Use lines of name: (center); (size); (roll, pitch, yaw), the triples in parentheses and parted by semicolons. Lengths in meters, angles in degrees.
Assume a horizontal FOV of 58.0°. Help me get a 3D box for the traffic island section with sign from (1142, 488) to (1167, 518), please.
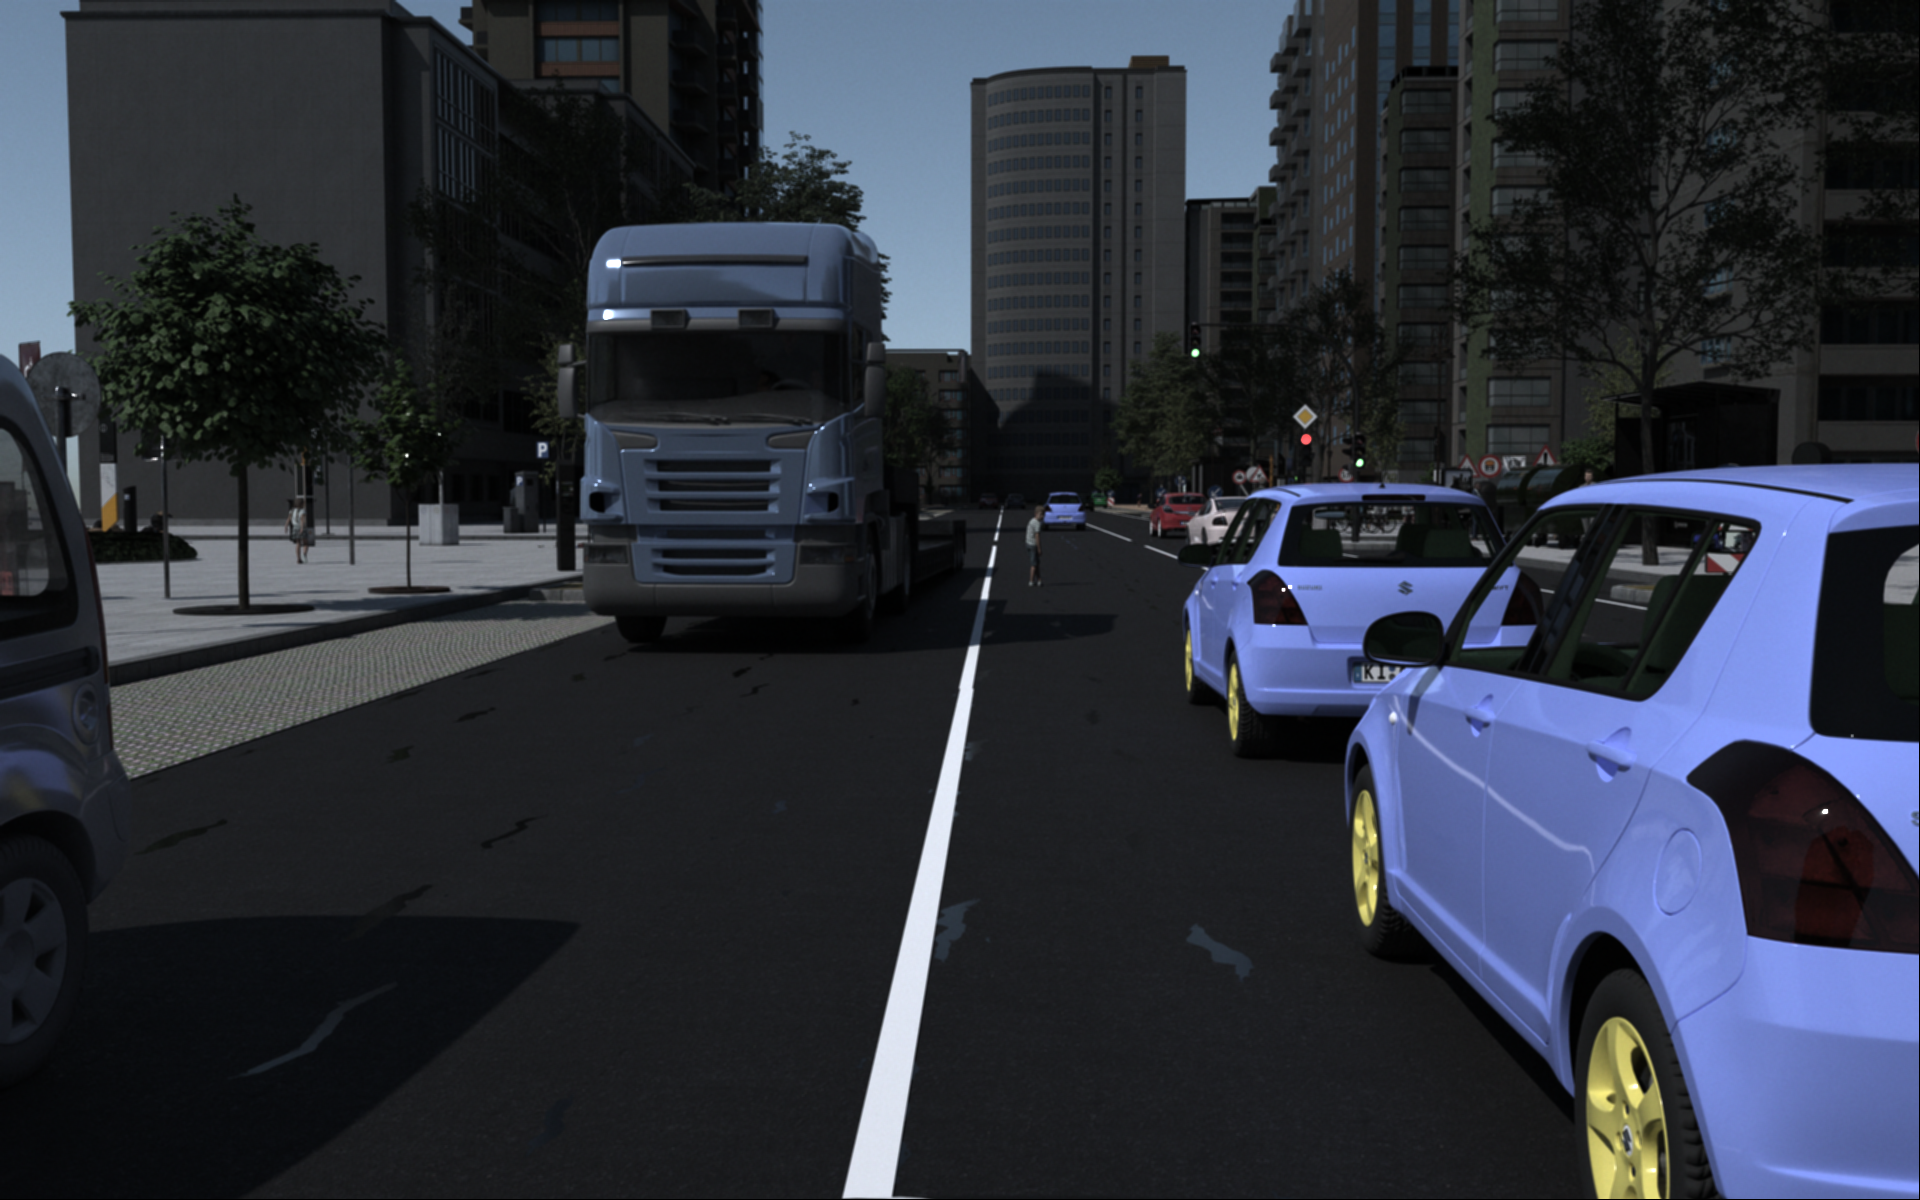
traffic island section with sign: (12.118, -5.939, 105.726); (1.989, 1.847, 2.006); (0, 4, 1)

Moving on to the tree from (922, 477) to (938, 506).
tree: (-3.570, -12.247, 194.839); (1.663, 3.219, 1.824); (0, 3, 0)

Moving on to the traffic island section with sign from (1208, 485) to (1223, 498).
traffic island section with sign: (11.416, -4.291, 78.780); (1.989, 1.847, 2.006); (0, 4, 1)

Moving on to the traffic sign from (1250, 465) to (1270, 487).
traffic sign: (13.295, -4.705, 76.925); (0.884, 2.594, 0.081); (0, 4, 7)

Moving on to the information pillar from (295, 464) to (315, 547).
information pillar: (-16.037, -2.320, 42.424); (0.304, 2.012, 0.304); (2, 4, 26)

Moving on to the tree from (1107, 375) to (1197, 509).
tree: (16.513, -13.546, 147.229); (9.928, 11.665, 9.643); (0, 3, 0)

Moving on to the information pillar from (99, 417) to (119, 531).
information pillar: (-22.991, -3.389, 46.765); (0.504, 3.616, 0.183); (1, 4, 14)

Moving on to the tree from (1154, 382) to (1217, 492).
tree: (14.492, -9.956, 113.135); (4.737, 8.622, 4.395); (0, 3, 0)

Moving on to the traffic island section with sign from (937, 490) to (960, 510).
traffic island section with sign: (-1.281, -9.063, 156.808); (1.989, 1.847, 2.006); (0, 4, 1)

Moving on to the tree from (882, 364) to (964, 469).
tree: (-4.731, -15.501, 163.813); (12.009, 13.543, 11.850); (0, 3, 0)

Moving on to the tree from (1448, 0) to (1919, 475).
tree: (12.098, -5.904, 30.935); (7.601, 10.594, 8.767); (0, 4, 7)

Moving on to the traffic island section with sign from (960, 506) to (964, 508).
traffic island section with sign: (-0.564, -10.720, 183.904); (1.989, 1.847, 2.006); (0, 4, 1)

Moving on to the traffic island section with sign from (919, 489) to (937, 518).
traffic island section with sign: (-2.604, -5.968, 106.208); (1.989, 1.847, 2.006); (0, 4, 1)

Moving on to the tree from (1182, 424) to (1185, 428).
tree: (14.355, -9.221, 85.170); (7.601, 10.594, 8.767); (1, 4, 14)

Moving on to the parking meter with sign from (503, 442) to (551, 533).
parking meter with sign: (-14.281, -3.716, 57.011); (0.543, 3.016, 1.738); (2, 4, 30)

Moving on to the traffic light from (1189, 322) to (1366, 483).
traffic light: (8.428, -4.363, 46.007); (4.771, 5.953, 1.251); (0, 4, 1)

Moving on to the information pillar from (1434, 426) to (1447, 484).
information pillar: (16.379, -4.146, 59.139); (0.183, 3.616, 0.504); (-2, 4, -35)

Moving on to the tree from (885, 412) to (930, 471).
tree: (-4.439, -12.268, 150.945); (4.737, 8.622, 4.395); (0, 3, 0)

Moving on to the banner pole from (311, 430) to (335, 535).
banner pole: (-20.208, -3.962, 54.794); (0.863, 3.779, 0.401); (2, 4, 24)

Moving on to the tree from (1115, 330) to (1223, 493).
tree: (14.572, -12.374, 120.439); (7.486, 12.596, 7.792); (0, 3, 0)

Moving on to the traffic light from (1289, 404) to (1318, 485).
traffic light: (10.730, -3.985, 54.077); (0.839, 4.253, 0.868); (0, 4, 1)

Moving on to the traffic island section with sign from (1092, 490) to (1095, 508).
traffic island section with sign: (14.142, -10.684, 183.316); (1.989, 1.847, 2.006); (0, 4, 1)

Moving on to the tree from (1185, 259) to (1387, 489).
tree: (14.484, -8.219, 68.795); (7.601, 10.594, 8.767); (2, 4, 34)

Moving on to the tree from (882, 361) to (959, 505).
tree: (-5.251, -12.483, 129.857); (9.928, 11.665, 9.643); (0, 3, 0)

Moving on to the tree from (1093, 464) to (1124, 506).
tree: (16.372, -12.689, 191.181); (4.285, 4.588, 4.351); (0, 3, 0)

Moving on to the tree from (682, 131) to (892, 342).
tree: (-6.839, -9.539, 62.621); (9.857, 13.997, 8.962); (0, 3, 0)

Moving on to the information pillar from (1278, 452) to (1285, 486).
information pillar: (17.772, -6.390, 95.824); (0.504, 3.616, 0.183); (-2, 4, -33)

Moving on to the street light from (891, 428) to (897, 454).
street light: (-4.594, -9.118, 121.860); (0.468, 5.910, 1.993); (0, 4, 1)

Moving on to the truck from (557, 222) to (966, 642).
truck: (-1.648, -2.079, 23.758); (2.967, 4.110, 18.799); (0, 4, 3)

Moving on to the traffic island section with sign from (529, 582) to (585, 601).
traffic island section with sign: (-4.736, -0.938, 23.961); (1.989, 1.847, 2.006); (0, 4, 1)

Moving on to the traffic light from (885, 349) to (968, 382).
traffic light: (-2.133, -4.878, 54.430); (4.771, 5.953, 1.251); (0, 4, 1)

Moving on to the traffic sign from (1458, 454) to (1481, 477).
traffic sign: (16.271, -3.406, 55.684); (0.884, 2.594, 0.081); (0, 4, 5)

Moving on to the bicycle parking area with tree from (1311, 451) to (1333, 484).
bicycle parking area with tree: (24.640, -7.990, 117.642); (9.016, 4.147, 8.231); (1, 4, 12)

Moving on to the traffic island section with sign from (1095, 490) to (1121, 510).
traffic island section with sign: (13.425, -9.010, 155.938); (1.989, 1.847, 2.006); (0, 4, 1)

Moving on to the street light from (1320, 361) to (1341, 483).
street light: (12.919, -5.369, 60.575); (0.468, 5.910, 1.993); (0, 4, 1)

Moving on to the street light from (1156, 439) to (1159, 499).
street light: (14.746, -9.542, 128.793); (0.468, 5.910, 1.993); (0, 4, 1)

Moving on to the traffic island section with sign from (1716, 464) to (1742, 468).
traffic island section with sign: (9.969, -0.905, 23.420); (1.989, 1.847, 2.006); (0, 4, 1)

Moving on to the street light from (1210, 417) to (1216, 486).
street light: (13.845, -7.467, 94.873); (0.468, 5.910, 1.993); (0, 4, 1)

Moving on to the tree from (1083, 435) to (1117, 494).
tree: (16.920, -15.638, 206.041); (4.360, 8.622, 3.978); (0, 3, 0)

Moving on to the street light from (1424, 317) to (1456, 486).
street light: (12.570, -4.446, 45.486); (0.468, 5.910, 1.993); (0, 4, 1)

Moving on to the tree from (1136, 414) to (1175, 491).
tree: (16.008, -11.517, 138.659); (4.360, 8.622, 3.978); (0, 3, 0)
